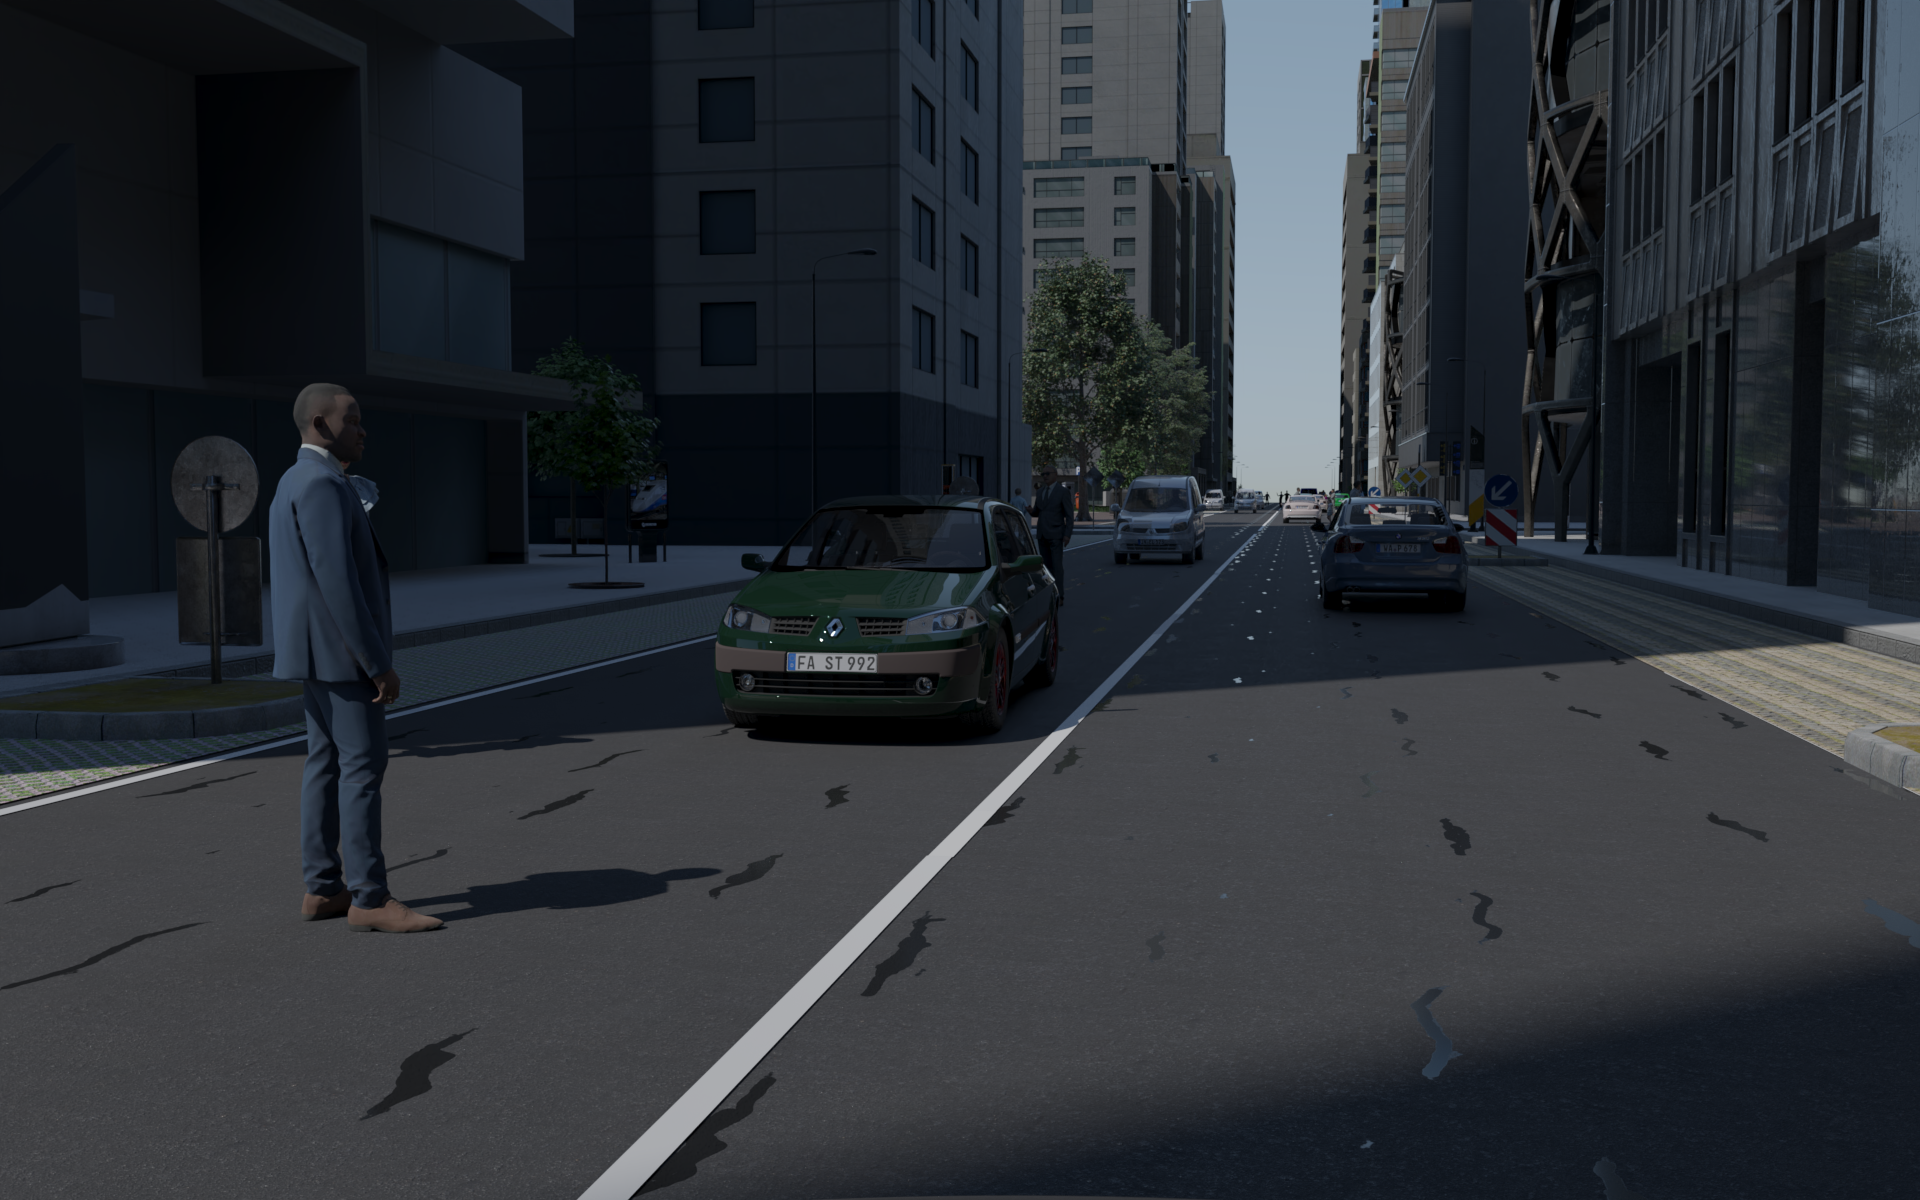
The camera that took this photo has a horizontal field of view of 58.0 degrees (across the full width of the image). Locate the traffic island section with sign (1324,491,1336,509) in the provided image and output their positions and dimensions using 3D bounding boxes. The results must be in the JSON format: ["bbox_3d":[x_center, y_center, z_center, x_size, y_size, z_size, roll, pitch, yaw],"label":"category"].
[{"bbox_3d":[41.128,-11.225,192.159,1.989,1.847,2.006,1,4,11],"label":"traffic island section with sign"}]

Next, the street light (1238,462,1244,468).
[{"bbox_3d":[43.922,-18.289,271.557,1.470,5.913,1.316,1,4,11],"label":"street light"}]

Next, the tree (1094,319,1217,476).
[{"bbox_3d":[13.970,-13.353,124.982,9.857,13.997,8.962,0,3,0],"label":"tree"}]

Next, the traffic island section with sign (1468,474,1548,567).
[{"bbox_3d":[10.765,-1.620,35.119,1.989,1.847,2.006,1,4,11],"label":"traffic island section with sign"}]

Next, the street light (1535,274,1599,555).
[{"bbox_3d":[12.863,-3.923,36.683,1.470,5.913,1.316,1,4,11],"label":"street light"}]

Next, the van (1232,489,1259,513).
[{"bbox_3d":[21.770,-7.645,132.003,2.013,2.044,4.112,1,4,11],"label":"van"}]

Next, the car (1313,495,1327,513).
[{"bbox_3d":[27.327,-7.414,133.582,2.083,1.381,4.827,1,4,9],"label":"car"}]

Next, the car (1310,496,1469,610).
[{"bbox_3d":[5.634,-0.659,22.784,2.014,1.417,4.499,1,4,11],"label":"car"}]

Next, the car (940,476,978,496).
[{"bbox_3d":[-0.356,-0.573,19.162,2.009,1.686,4.222,1,4,13],"label":"car"}]

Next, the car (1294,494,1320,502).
[{"bbox_3d":[22.965,-6.360,115.787,2.131,1.459,4.920,1,4,11],"label":"car"}]

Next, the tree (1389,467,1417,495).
[{"bbox_3d":[27.052,-6.791,105.638,1.663,3.219,1.824,0,3,0],"label":"tree"}]

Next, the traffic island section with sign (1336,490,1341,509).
[{"bbox_3d":[26.479,-6.592,116.401,1.989,1.847,2.006,1,4,11],"label":"traffic island section with sign"}]

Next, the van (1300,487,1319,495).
[{"bbox_3d":[35.611,-10.558,177.007,2.240,2.365,5.245,1,4,10],"label":"van"}]

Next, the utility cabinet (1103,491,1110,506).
[{"bbox_3d":[11.958,-8.002,139.507,0.318,1.500,1.173,3,4,39],"label":"utility cabinet"}]

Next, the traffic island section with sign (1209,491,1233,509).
[{"bbox_3d":[24.925,-9.635,166.165,1.989,1.847,2.006,1,4,11],"label":"traffic island section with sign"}]

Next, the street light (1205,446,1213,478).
[{"bbox_3d":[23.905,-11.968,168.209,1.470,5.913,1.316,1,4,11],"label":"street light"}]

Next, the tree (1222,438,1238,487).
[{"bbox_3d":[32.963,-16.458,219.455,4.360,8.622,3.978,0,3,0],"label":"tree"}]

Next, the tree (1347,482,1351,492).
[{"bbox_3d":[50.939,-14.008,223.631,1.663,3.219,1.824,0,3,0],"label":"tree"}]

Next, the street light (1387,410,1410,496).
[{"bbox_3d":[24.327,-7.529,95.642,1.470,5.913,1.316,1,4,11],"label":"street light"}]

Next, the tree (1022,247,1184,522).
[{"bbox_3d":[5.671,-10.022,80.862,9.611,12.733,9.660,0,3,0],"label":"tree"}]

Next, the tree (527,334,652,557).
[{"bbox_3d":[-7.889,-3.176,35.647,4.285,4.588,4.351,0,3,0],"label":"tree"}]

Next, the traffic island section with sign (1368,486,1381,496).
[{"bbox_3d":[21.376,-4.973,89.931,1.989,1.847,2.006,1,4,11],"label":"traffic island section with sign"}]

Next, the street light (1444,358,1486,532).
[{"bbox_3d":[17.315,-5.296,59.132,1.470,5.913,1.316,1,4,11],"label":"street light"}]

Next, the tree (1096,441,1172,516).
[{"bbox_3d":[9.710,-7.346,103.818,4.285,4.588,4.351,0,3,0],"label":"tree"}]

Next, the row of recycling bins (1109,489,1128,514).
[{"bbox_3d":[11.343,-6.430,112.238,3.534,1.692,1.069,2,4,26],"label":"row of recycling bins"}]

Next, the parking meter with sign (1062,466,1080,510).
[{"bbox_3d":[6.771,-6.880,108.744,1.738,3.016,0.543,-2,4,-30],"label":"parking meter with sign"}]

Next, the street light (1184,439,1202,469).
[{"bbox_3d":[19.384,-10.554,145.095,1.470,5.913,1.316,1,4,11],"label":"street light"}]

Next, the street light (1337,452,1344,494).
[{"bbox_3d":[43.004,-13.453,192.492,1.470,5.913,1.316,1,4,11],"label":"street light"}]

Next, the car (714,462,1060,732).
[{"bbox_3d":[-0.360,-0.122,11.787,2.009,1.686,4.222,1,4,10],"label":"car"}]

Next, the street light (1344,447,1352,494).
[{"bbox_3d":[38.758,-12.077,170.004,1.470,5.913,1.316,1,4,11],"label":"street light"}]

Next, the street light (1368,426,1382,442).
[{"bbox_3d":[28.667,-8.905,118.132,1.470,5.913,1.316,1,4,11],"label":"street light"}]

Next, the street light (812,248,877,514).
[{"bbox_3d":[-2.254,-3.698,33.007,1.470,5.913,1.316,1,4,11],"label":"street light"}]

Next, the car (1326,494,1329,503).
[{"bbox_3d":[53.500,-14.993,254.914,2.009,1.686,4.222,1,4,11],"label":"car"}]

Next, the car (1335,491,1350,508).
[{"bbox_3d":[34.223,-8.976,155.550,1.959,1.807,4.718,1,4,11],"label":"car"}]

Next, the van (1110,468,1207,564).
[{"bbox_3d":[4.275,-1.826,36.859,2.013,2.044,4.112,1,4,12],"label":"van"}]

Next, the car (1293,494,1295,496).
[{"bbox_3d":[36.122,-10.723,184.113,1.959,1.807,4.718,1,4,10],"label":"car"}]

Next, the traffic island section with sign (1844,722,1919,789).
[{"bbox_3d":[5.647,-0.001,8.652,1.989,1.847,2.006,1,4,11],"label":"traffic island section with sign"}]

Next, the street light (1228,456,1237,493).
[{"bbox_3d":[35.197,-15.524,226.354,1.470,5.913,1.316,1,4,11],"label":"street light"}]

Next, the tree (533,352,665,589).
[{"bbox_3d":[-4.788,-1.775,23.619,1.663,3.219,1.824,0,3,0],"label":"tree"}]

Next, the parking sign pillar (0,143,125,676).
[{"bbox_3d":[-7.019,-1.487,12.779,1.447,3.967,1.447,0,4,2],"label":"parking sign pillar"}]

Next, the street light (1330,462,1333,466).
[{"bbox_3d":[49.961,-15.693,229.113,1.470,5.913,1.316,1,4,11],"label":"street light"}]

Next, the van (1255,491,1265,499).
[{"bbox_3d":[35.811,-12.358,209.062,2.013,2.044,4.112,1,4,12],"label":"van"}]

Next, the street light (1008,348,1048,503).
[{"bbox_3d":[2.112,-5.072,55.472,1.470,5.913,1.316,1,4,11],"label":"street light"}]

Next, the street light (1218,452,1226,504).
[{"bbox_3d":[28.239,-13.342,190.680,1.470,5.913,1.316,1,4,11],"label":"street light"}]

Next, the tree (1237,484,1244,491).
[{"bbox_3d":[48.519,-18.712,300.537,1.663,3.219,1.824,0,3,0],"label":"tree"}]

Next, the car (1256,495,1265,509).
[{"bbox_3d":[28.373,-9.453,166.924,2.083,1.381,4.827,1,4,10],"label":"car"}]

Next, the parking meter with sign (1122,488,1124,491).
[{"bbox_3d":[13.093,-8.845,140.882,1.738,3.016,0.543,0,4,-6],"label":"parking meter with sign"}]

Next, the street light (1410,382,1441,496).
[{"bbox_3d":[19.636,-6.081,71.965,1.470,5.913,1.316,1,4,11],"label":"street light"}]

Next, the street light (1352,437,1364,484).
[{"bbox_3d":[34.395,-10.703,147.538,1.470,5.913,1.316,1,4,11],"label":"street light"}]

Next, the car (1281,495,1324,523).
[{"bbox_3d":[16.947,-4.487,85.725,2.083,1.381,4.827,1,4,12],"label":"car"}]

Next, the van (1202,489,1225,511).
[{"bbox_3d":[21.791,-8.670,148.765,2.013,2.044,4.112,1,4,10],"label":"van"}]

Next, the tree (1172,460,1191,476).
[{"bbox_3d":[16.705,-9.429,137.884,4.285,4.588,4.351,0,3,0],"label":"tree"}]

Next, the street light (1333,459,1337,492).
[{"bbox_3d":[47.629,-14.887,215.941,1.470,5.913,1.316,1,4,11],"label":"street light"}]
